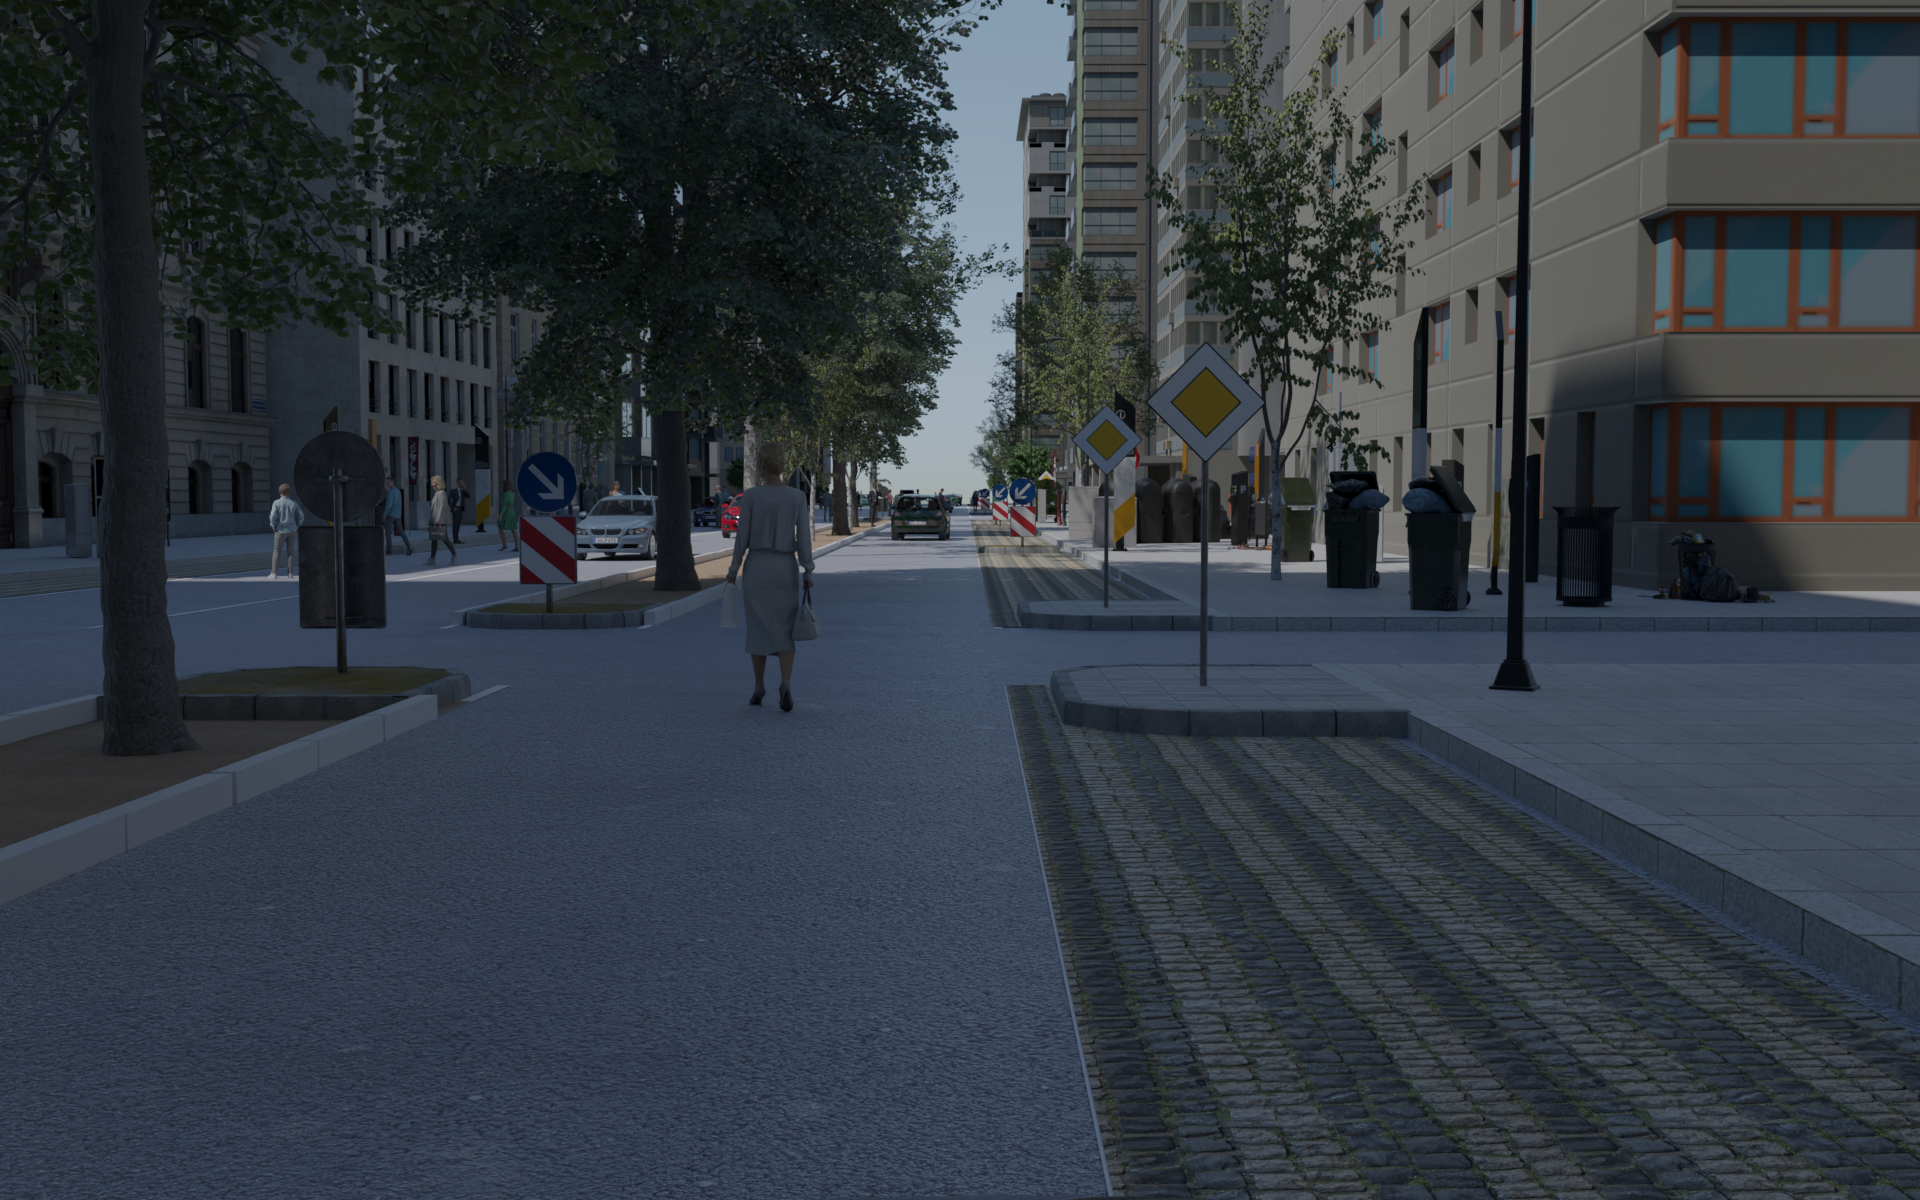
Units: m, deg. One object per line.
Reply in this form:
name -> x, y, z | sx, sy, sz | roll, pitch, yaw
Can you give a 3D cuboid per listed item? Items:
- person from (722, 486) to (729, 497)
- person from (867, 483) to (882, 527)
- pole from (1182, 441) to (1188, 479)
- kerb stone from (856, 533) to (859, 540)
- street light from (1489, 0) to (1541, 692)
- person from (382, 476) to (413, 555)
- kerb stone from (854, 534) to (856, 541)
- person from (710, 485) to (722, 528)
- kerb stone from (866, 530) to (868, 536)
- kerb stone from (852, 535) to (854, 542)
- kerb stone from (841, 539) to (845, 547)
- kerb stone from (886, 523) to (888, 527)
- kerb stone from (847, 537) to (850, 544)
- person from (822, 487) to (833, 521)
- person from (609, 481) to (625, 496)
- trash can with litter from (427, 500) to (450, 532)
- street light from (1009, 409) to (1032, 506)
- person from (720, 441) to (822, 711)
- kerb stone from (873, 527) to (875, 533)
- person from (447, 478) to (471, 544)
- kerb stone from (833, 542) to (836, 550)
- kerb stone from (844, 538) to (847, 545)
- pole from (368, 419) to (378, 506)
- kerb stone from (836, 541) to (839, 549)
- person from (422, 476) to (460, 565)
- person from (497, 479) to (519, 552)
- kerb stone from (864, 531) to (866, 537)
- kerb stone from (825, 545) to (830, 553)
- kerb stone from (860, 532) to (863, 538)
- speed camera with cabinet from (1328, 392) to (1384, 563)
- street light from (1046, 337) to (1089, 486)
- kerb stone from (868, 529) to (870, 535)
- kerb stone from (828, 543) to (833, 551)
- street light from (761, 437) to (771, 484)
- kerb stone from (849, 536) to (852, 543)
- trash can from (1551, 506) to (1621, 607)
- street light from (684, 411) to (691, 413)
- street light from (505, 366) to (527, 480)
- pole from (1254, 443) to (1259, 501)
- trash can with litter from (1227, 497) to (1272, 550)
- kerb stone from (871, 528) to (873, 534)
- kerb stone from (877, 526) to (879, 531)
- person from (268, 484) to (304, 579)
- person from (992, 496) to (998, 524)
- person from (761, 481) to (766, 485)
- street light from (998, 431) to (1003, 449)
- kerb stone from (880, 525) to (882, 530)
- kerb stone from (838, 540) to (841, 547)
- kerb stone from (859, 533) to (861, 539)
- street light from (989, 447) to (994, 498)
person -> -12.556, -5.162, 92.761 | 0.748, 1.841, 0.638 | 3, 5, 44
person -> -3.690, -4.120, 75.223 | 0.474, 1.900, 0.648 | 2, 4, 28
pole -> 7.962, -4.127, 61.313 | 0.158, 3.312, 0.155 | 0, 3, 0
kerb stone -> -3.278, -1.894, 53.178 | 0.120, 0.150, 1.000 | 0, 4, 0
street light -> 3.118, -2.368, 11.252 | 1.470, 5.913, 1.316 | 0, 4, 0
person -> -13.165, -1.956, 40.344 | 0.748, 1.841, 0.638 | 1, 4, 20
kerb stone -> -3.288, -1.832, 52.148 | 0.120, 0.150, 1.000 | 0, 4, 0
person -> -10.159, -3.888, 72.252 | 0.590, 1.801, 0.661 | -1, 4, -16
kerb stone -> -3.266, -2.208, 58.303 | 0.120, 0.150, 1.000 | 0, 4, 0
kerb stone -> -3.285, -1.766, 51.126 | 0.120, 0.150, 1.000 | 0, 4, 0
kerb stone -> -3.292, -1.518, 47.017 | 0.120, 0.150, 1.000 | 0, 4, 0
kerb stone -> -3.221, -3.085, 72.643 | 0.120, 0.150, 1.000 | 0, 4, 0
kerb stone -> -3.290, -1.644, 49.068 | 0.120, 0.150, 1.000 | 0, 4, 0
person -> -6.958, -5.025, 90.928 | 0.678, 1.792, 0.850 | 1, 4, 11
person -> -10.193, -2.611, 51.292 | 0.616, 1.811, 0.778 | -1, 4, -15
trash can with litter -> -17.654, -2.888, 58.610 | 0.624, 1.170, 1.055 | 0, 4, -4
street light -> 3.337, -7.440, 94.178 | 1.470, 5.913, 1.316 | 0, 4, 0
person -> -1.280, -0.163, 11.516 | 0.694, 1.780, 0.624 | 0, 4, 2
kerb stone -> -3.255, -2.459, 62.401 | 0.120, 0.150, 1.000 | 0, 4, 0
person -> -14.399, -2.568, 49.841 | 0.474, 1.900, 0.648 | 1, 4, 20
kerb stone -> -3.308, -1.330, 43.943 | 0.120, 0.150, 1.000 | 0, 4, 0
kerb stone -> -3.298, -1.581, 48.046 | 0.120, 0.150, 1.000 | 0, 4, 0
pole -> -15.960, -3.259, 47.131 | 0.158, 3.312, 0.155 | 0, 3, 0
kerb stone -> -3.303, -1.390, 44.965 | 0.120, 0.150, 1.000 | 0, 4, 0
person -> -10.443, -1.601, 34.852 | 0.728, 1.800, 0.709 | -2, 4, -26
person -> -11.233, -2.098, 43.051 | 0.529, 1.795, 0.600 | 0, 4, 5
kerb stone -> -3.265, -2.136, 57.272 | 0.120, 0.150, 1.000 | 0, 4, 0
kerb stone -> -3.313, -1.201, 41.893 | 0.120, 0.150, 1.000 | 0, 4, 0
kerb stone -> -3.267, -2.020, 55.228 | 0.120, 0.150, 1.000 | 0, 4, 0
speed camera with cabinet -> 7.526, -2.358, 32.892 | 0.660, 3.252, 2.038 | 0, 4, -1
street light -> 3.248, -4.820, 51.340 | 1.470, 5.913, 1.316 | 0, 4, 0
kerb stone -> -3.270, -2.271, 59.332 | 0.120, 0.150, 1.000 | 0, 4, 0
kerb stone -> -3.308, -1.268, 42.921 | 0.120, 0.150, 1.000 | 0, 4, 0
street light -> -15.447, -10.220, 139.633 | 1.470, 5.913, 1.316 | 0, 4, 0
kerb stone -> -3.293, -1.705, 50.096 | 0.120, 0.150, 1.000 | 0, 4, 0
trash can -> 7.154, -0.500, 19.834 | 0.748, 1.137, 0.748 | 0, 3, 0
street light -> -15.635, -7.580, 96.468 | 1.470, 5.913, 1.316 | 0, 4, 0
street light -> -15.747, -5.486, 62.244 | 1.470, 5.913, 1.316 | 0, 4, 0
pole -> 11.884, -4.621, 69.396 | 0.158, 3.312, 0.155 | 0, 3, 0
trash can with litter -> 6.931, -1.779, 40.151 | 1.678, 1.210, 2.233 | -1, 4, -14
kerb stone -> -3.252, -2.388, 61.379 | 0.120, 0.150, 1.000 | 0, 4, 0
kerb stone -> -3.248, -2.647, 65.467 | 0.120, 0.150, 1.000 | 0, 4, 0
person -> -11.455, -1.169, 29.420 | 0.589, 1.601, 0.330 | -2, 4, -30
person -> 1.708, -4.431, 81.190 | 0.600, 1.795, 0.529 | 2, 4, 27
person -> -6.168, -2.837, 54.791 | 0.656, 1.842, 0.836 | -1, 4, -10
street light -> 3.492, -9.464, 127.277 | 1.470, 5.913, 1.316 | 0, 4, 0
kerb stone -> -3.232, -2.771, 67.518 | 0.120, 0.150, 1.000 | 0, 4, 0
kerb stone -> -3.310, -1.455, 45.987 | 0.120, 0.150, 1.000 | 0, 4, 0
kerb stone -> -3.276, -1.954, 54.206 | 0.120, 0.150, 1.000 | 0, 4, 0
street light -> 3.495, -12.114, 170.600 | 1.470, 5.913, 1.316 | 0, 4, 0
